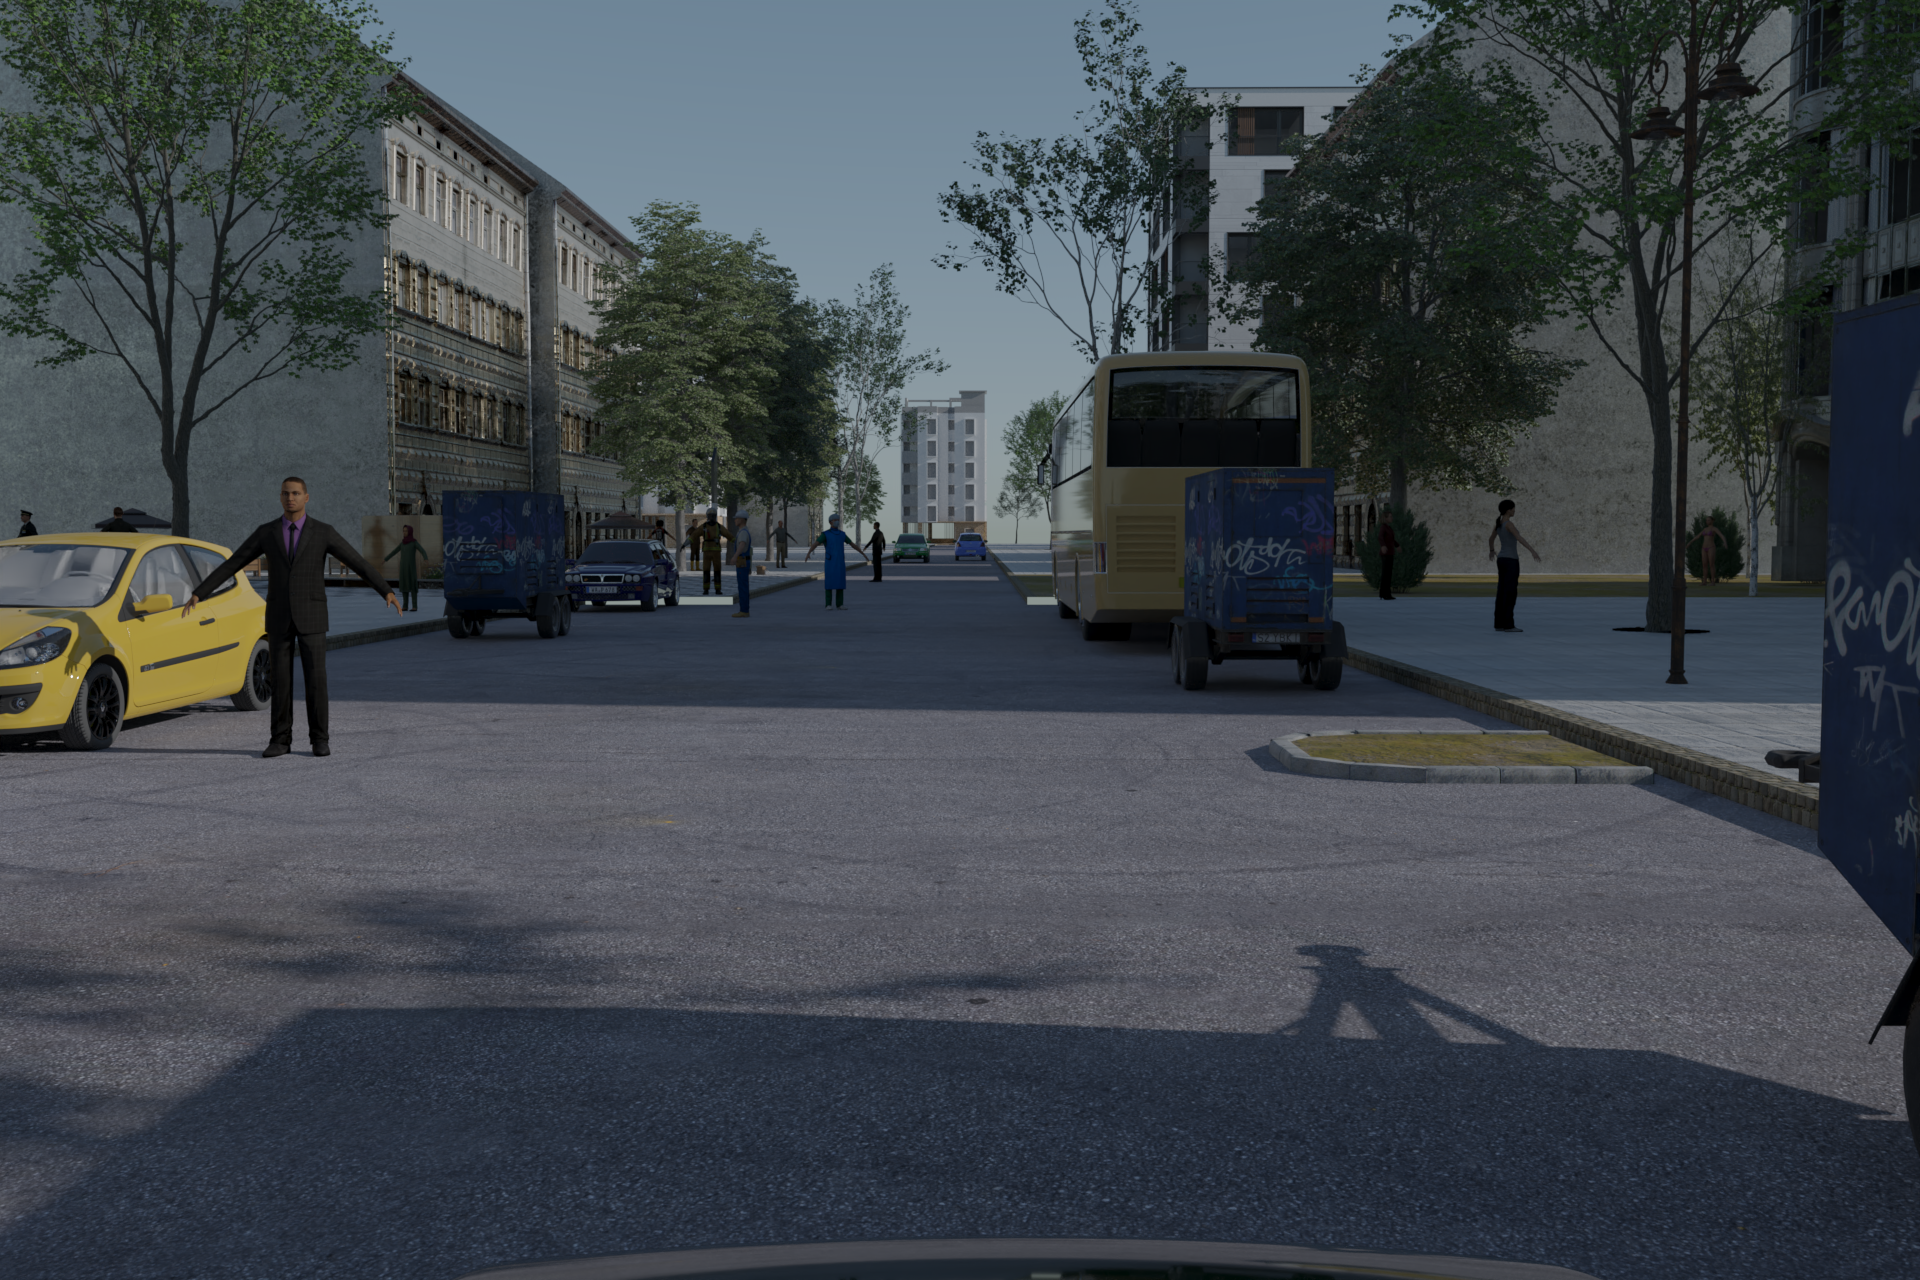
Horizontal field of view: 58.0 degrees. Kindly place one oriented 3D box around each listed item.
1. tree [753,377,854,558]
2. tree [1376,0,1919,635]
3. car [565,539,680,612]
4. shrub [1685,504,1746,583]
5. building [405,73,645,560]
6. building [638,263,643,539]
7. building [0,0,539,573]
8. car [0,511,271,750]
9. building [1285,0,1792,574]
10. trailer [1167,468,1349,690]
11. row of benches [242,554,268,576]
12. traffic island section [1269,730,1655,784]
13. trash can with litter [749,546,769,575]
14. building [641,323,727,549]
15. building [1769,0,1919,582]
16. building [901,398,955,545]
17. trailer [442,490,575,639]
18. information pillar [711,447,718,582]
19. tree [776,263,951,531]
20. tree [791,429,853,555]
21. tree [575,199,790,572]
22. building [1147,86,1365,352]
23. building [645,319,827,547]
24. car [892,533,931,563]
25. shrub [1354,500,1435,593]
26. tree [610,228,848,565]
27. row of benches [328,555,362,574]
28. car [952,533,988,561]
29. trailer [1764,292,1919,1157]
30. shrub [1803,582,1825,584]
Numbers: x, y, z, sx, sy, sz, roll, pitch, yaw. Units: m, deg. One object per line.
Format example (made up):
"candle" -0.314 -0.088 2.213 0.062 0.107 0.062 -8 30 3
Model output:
"tree" -9.056 -9.639 92.006 8.767 10.594 7.601 3 4 37
"tree" 9.032 -5.910 22.383 9.928 11.665 9.643 0 3 0
"car" -6.478 -1.263 33.222 1.945 1.354 3.894 0 3 0
"shrub" 19.873 -2.542 45.610 1.661 2.075 1.752 0 3 0
"building" -26.766 -15.523 84.734 19.493 23.208 18.063 0 4 1
"building" -26.506 -15.137 103.918 16.016 20.090 11.380 0 4 1
"building" -27.877 -14.352 65.591 19.493 23.208 18.063 0 4 1
"car" -6.509 -0.151 12.696 2.015 1.641 3.980 0 4 1
"building" 23.461 -14.286 64.512 19.493 23.208 18.063 0 3 0
"trailer" 2.758 -0.602 16.899 1.471 1.999 3.904 0 4 0
"row of benches" -21.456 -2.199 51.414 1.422 0.672 4.104 1 4 20
"traffic island section" 3.006 0.730 10.930 1.991 0.108 1.994 0 4 1
"trash can with litter" -6.551 -2.643 54.606 1.055 1.170 0.624 0 4 0
"building" -26.896 -18.229 154.467 16.016 20.090 11.380 0 4 0
"building" 26.687 -12.833 26.478 14.369 24.946 33.146 0 4 1
"building" -7.462 -22.785 231.415 11.380 20.090 16.016 0 4 -6
"trailer" -6.259 -0.996 23.337 1.471 1.999 3.904 0 4 1
"information pillar" -6.603 -3.379 46.606 0.183 3.616 0.504 0 4 2
"tree" -7.447 -16.205 120.836 12.611 20.169 13.585 0 3 0
"tree" -9.254 -9.542 106.370 4.360 8.622 3.978 0 3 0
"tree" -9.505 -8.651 59.569 7.486 12.596 7.792 0 3 0
"building" 24.051 -15.394 95.665 27.936 21.610 32.646 0 4 1
"building" -24.281 -21.374 180.399 19.493 23.208 18.063 0 4 0
"car" -2.434 -4.793 87.168 1.959 1.807 4.718 0 4 0
"shrub" 9.419 -2.027 37.566 1.690 2.028 1.600 0 3 0
"tree" -9.471 -10.057 71.094 9.857 13.997 8.962 0 3 0
"row of benches" -18.706 -2.359 54.035 1.422 0.672 4.104 -3 5 -40
"car" 0.559 -5.184 94.344 1.945 1.707 3.694 0 4 -1
"trailer" 2.742 0.197 3.821 1.471 1.999 3.904 0 3 0
"shrub" 22.326 -2.508 45.052 1.661 2.075 1.752 0 3 0
